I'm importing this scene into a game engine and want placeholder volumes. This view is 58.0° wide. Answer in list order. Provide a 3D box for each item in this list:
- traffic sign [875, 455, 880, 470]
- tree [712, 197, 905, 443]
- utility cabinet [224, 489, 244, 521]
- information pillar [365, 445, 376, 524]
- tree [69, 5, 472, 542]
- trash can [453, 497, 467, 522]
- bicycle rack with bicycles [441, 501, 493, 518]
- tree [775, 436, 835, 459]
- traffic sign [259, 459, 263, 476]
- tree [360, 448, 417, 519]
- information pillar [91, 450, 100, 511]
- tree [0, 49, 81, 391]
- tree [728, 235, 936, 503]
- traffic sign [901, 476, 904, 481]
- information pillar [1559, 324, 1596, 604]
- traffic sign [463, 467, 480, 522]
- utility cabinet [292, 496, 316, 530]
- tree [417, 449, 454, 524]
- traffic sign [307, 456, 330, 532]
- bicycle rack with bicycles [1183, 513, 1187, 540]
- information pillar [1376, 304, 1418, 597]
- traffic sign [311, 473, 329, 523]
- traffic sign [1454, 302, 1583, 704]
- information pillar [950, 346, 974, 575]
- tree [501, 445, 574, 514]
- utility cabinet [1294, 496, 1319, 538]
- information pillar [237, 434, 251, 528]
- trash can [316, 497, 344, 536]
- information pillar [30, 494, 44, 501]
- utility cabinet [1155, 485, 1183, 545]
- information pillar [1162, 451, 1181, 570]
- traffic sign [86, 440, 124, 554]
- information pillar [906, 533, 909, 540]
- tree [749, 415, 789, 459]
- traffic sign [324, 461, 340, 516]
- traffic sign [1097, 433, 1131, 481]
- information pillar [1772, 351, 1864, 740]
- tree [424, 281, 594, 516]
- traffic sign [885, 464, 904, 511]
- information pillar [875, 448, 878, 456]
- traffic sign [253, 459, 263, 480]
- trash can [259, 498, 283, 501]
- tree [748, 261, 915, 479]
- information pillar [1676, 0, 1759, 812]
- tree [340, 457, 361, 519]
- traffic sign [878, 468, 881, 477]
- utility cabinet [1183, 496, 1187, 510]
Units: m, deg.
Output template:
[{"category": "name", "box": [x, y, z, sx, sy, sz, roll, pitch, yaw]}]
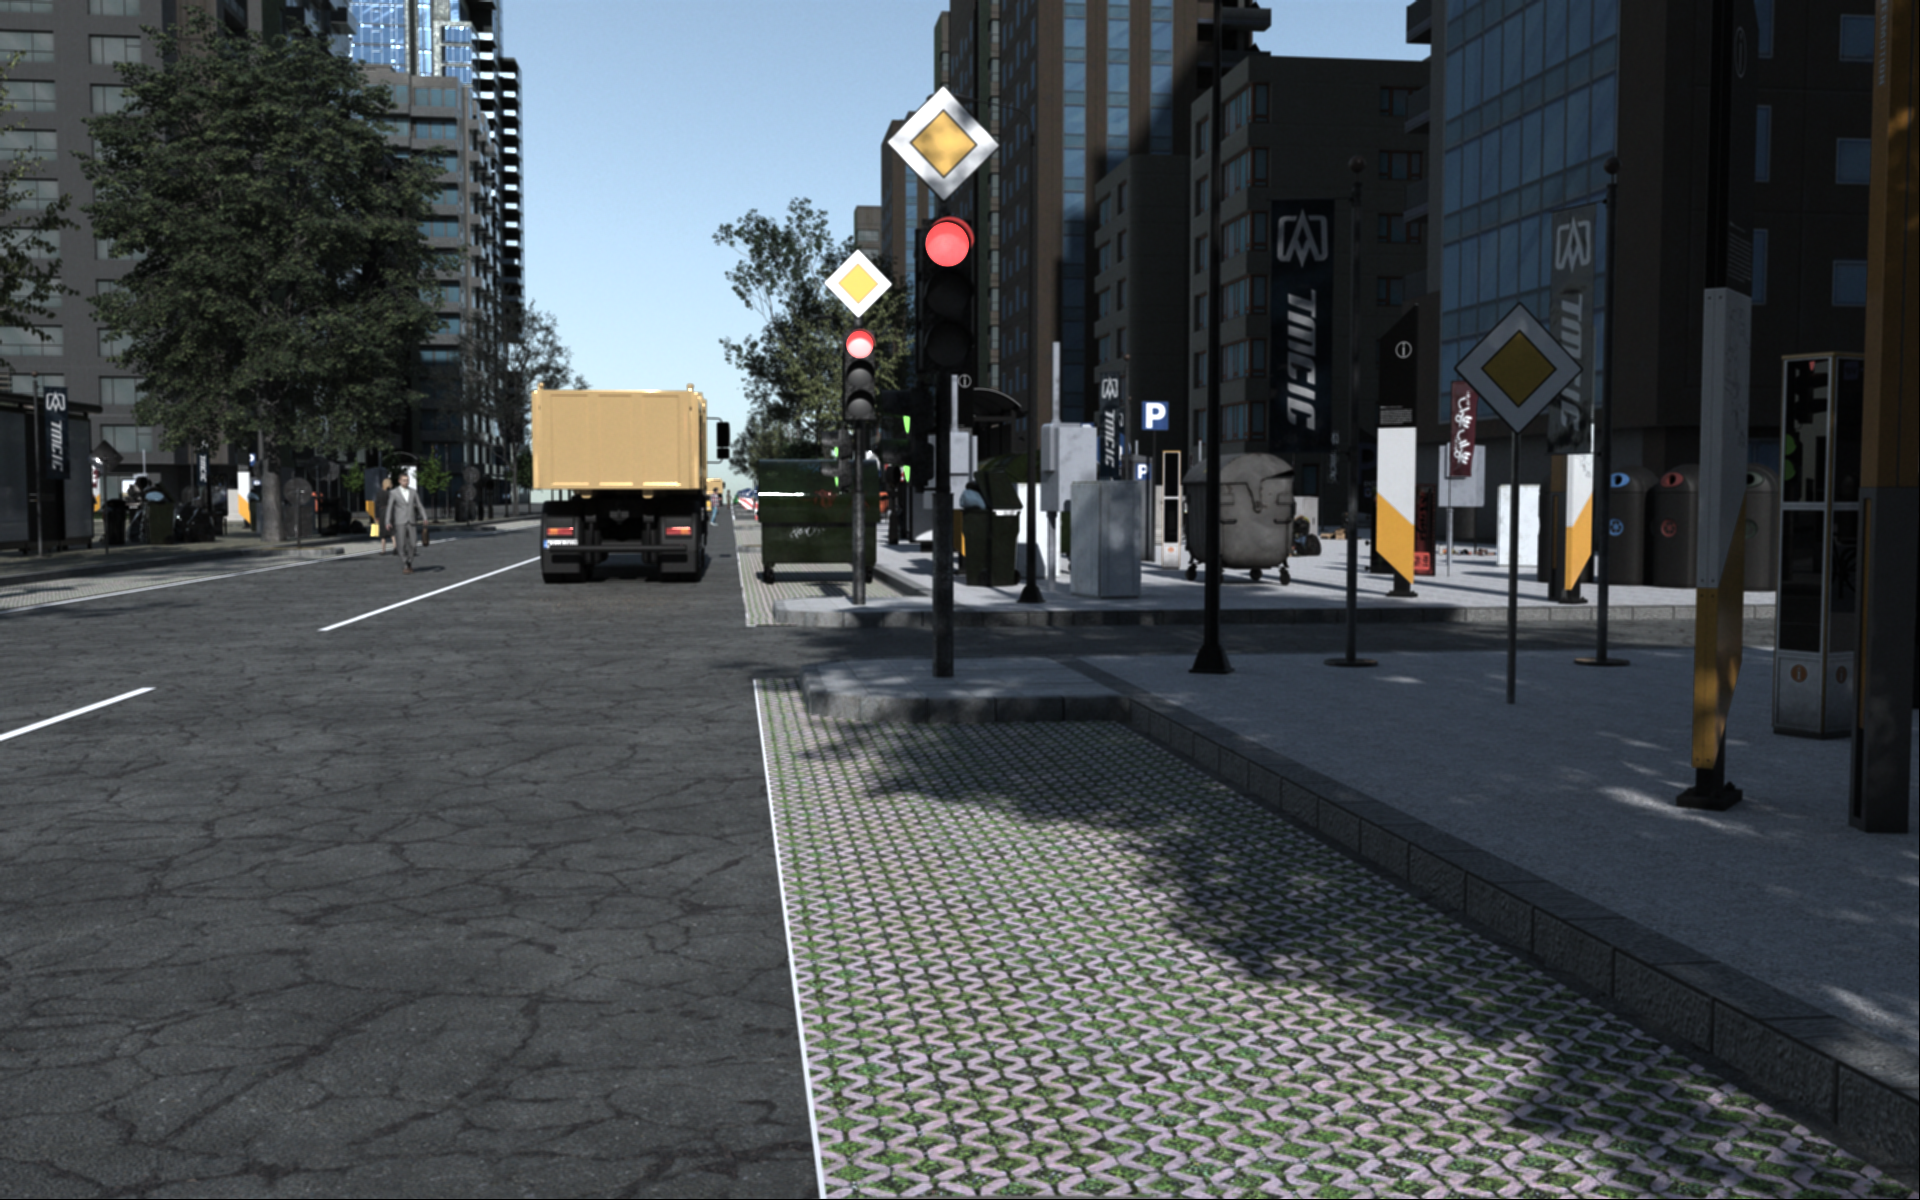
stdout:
[{"category": "traffic sign", "box": [-2.750, -3.135, 51.364, 0.768, 2.556, 0.104, 0, 4, -1]}, {"category": "tree", "box": [-9.256, -15.466, 108.755, 12.611, 20.169, 13.585, 0, 3, 0]}, {"category": "utility cabinet", "box": [-33.429, -4.370, 80.124, 1.173, 1.500, 0.318, -1, 4, -14]}, {"category": "information pillar", "box": [-25.055, -5.026, 73.536, 0.183, 3.616, 0.504, 1, 4, 17]}, {"category": "tree", "box": [-18.466, -8.553, 46.492, 9.857, 13.997, 8.962, 0, 3, 0]}, {"category": "trash can", "box": [-22.702, -4.111, 78.861, 0.748, 1.137, 0.748, 0, 3, 0]}, {"category": "bicycle rack with bicycles", "box": [-25.924, -4.778, 91.505, 2.852, 0.926, 2.925, -2, 4, -32]}, {"category": "tree", "box": [-7.848, -6.420, 88.682, 4.285, 4.588, 4.351, 0, 3, 0]}, {"category": "traffic sign", "box": [-23.456, -3.594, 58.871, 0.768, 2.556, 0.104, 0, 4, 1]}, {"category": "tree", "box": [-21.692, -4.348, 65.694, 1.663, 3.219, 1.824, 0, 3, 0]}, {"category": "information pillar", "box": [-44.152, -5.932, 88.337, 0.183, 3.616, 0.504, 3, 5, 39]}, {"category": "tree", "box": [-16.036, -4.684, 26.947, 4.737, 8.622, 4.395, 0, 3, 0]}, {"category": "tree", "box": [-4.218, -7.887, 63.371, 8.767, 10.594, 7.601, 1, 4, 14]}, {"category": "traffic sign", "box": [-2.653, -4.442, 72.629, 0.884, 2.594, 0.081, 0, 3, 0]}, {"category": "information pillar", "box": [7.256, -1.768, 20.266, 0.504, 3.616, 0.183, -3, 5, -43]}, {"category": "traffic sign", "box": [-22.577, -4.892, 80.090, 0.768, 2.556, 0.104, 0, 4, -4]}, {"category": "utility cabinet", "box": [-23.500, -3.111, 62.019, 0.306, 1.237, 1.020, 1, 4, 14]}, {"category": "tree", "box": [-22.456, -4.864, 74.134, 1.663, 3.219, 1.824, 0, 3, 0]}, {"category": "traffic sign", "box": [-21.281, -3.508, 57.457, 0.768, 2.556, 0.104, 0, 4, 0]}, {"category": "bicycle rack with bicycles", "box": [5.760, -2.102, 47.748, 2.852, 0.926, 2.925, -1, 4, -22]}, {"category": "information pillar", "box": [5.457, -1.849, 21.591, 0.504, 3.616, 0.183, 3, 4, 36]}, {"category": "traffic sign", "box": [-24.095, -3.975, 65.099, 0.768, 2.556, 0.104, 0, 4, 2]}, {"category": "traffic sign", "box": [3.372, -0.572, 10.538, 0.795, 2.450, 0.064, 0, 4, -4]}, {"category": "information pillar", "box": [-0.005, -2.209, 27.467, 0.504, 3.616, 0.183, -1, 4, -14]}, {"category": "tree", "box": [-28.175, -7.941, 113.556, 4.285, 4.588, 4.351, 0, 3, 0]}, {"category": "utility cabinet", "box": [9.372, -2.184, 46.871, 0.306, 1.237, 1.020, 2, 4, 34]}, {"category": "information pillar", "box": [-26.661, -4.476, 64.533, 0.504, 3.616, 0.183, 1, 4, 11]}, {"category": "trash can", "box": [-19.357, -2.535, 53.099, 0.748, 1.137, 0.748, 0, 3, 0]}, {"category": "information pillar", "box": [-34.885, -4.528, 65.384, 0.504, 3.616, 0.183, -1, 4, -16]}, {"category": "utility cabinet", "box": [4.994, -2.132, 43.534, 1.173, 1.500, 0.318, 1, 4, 14]}, {"category": "information pillar", "box": [3.601, -1.530, 29.508, 0.304, 2.012, 0.304, 0, 4, 8]}, {"category": "traffic sign", "box": [-18.188, -2.182, 36.866, 0.795, 2.450, 0.064, 0, 4, 0]}, {"category": "information pillar", "box": [-1.306, -2.673, 48.188, 0.304, 2.012, 0.304, 1, 4, 18]}, {"category": "tree", "box": [-16.919, -12.591, 156.229, 4.360, 8.622, 3.978, 0, 3, 0]}, {"category": "traffic sign", "box": [-24.331, -4.083, 66.857, 0.768, 2.556, 0.104, 0, 4, -7]}, {"category": "traffic sign", "box": [3.041, -2.124, 34.839, 0.768, 2.556, 0.104, 0, 4, -5]}, {"category": "information pillar", "box": [4.544, -0.285, 9.153, 0.304, 2.012, 0.304, -2, 4, -30]}, {"category": "tree", "box": [-26.086, -11.645, 100.767, 12.009, 13.543, 11.850, 0, 3, 0]}, {"category": "traffic sign", "box": [-2.087, -3.472, 56.880, 0.768, 2.556, 0.104, 0, 4, 1]}, {"category": "information pillar", "box": [-4.270, -5.870, 87.336, 0.183, 3.616, 0.504, -2, 4, -24]}, {"category": "traffic sign", "box": [-25.368, -3.851, 63.078, 0.768, 2.556, 0.104, 0, 4, 0]}, {"category": "trash can", "box": [-22.741, -2.787, 57.222, 0.748, 1.137, 0.748, 0, 3, 0]}, {"category": "tree", "box": [-3.505, -6.328, 53.829, 4.737, 8.622, 4.395, 0, 3, 0]}, {"category": "information pillar", "box": [3.157, -0.965, 7.141, 0.183, 3.616, 0.504, 3, 4, 36]}, {"category": "tree", "box": [-31.651, -5.871, 90.593, 1.663, 3.219, 1.824, 0, 3, 0]}, {"category": "traffic sign", "box": [-3.700, -4.456, 72.966, 0.768, 2.556, 0.104, 0, 4, 2]}, {"category": "utility cabinet", "box": [7.845, -2.989, 60.033, 0.306, 1.237, 1.020, 2, 4, 30]}]
